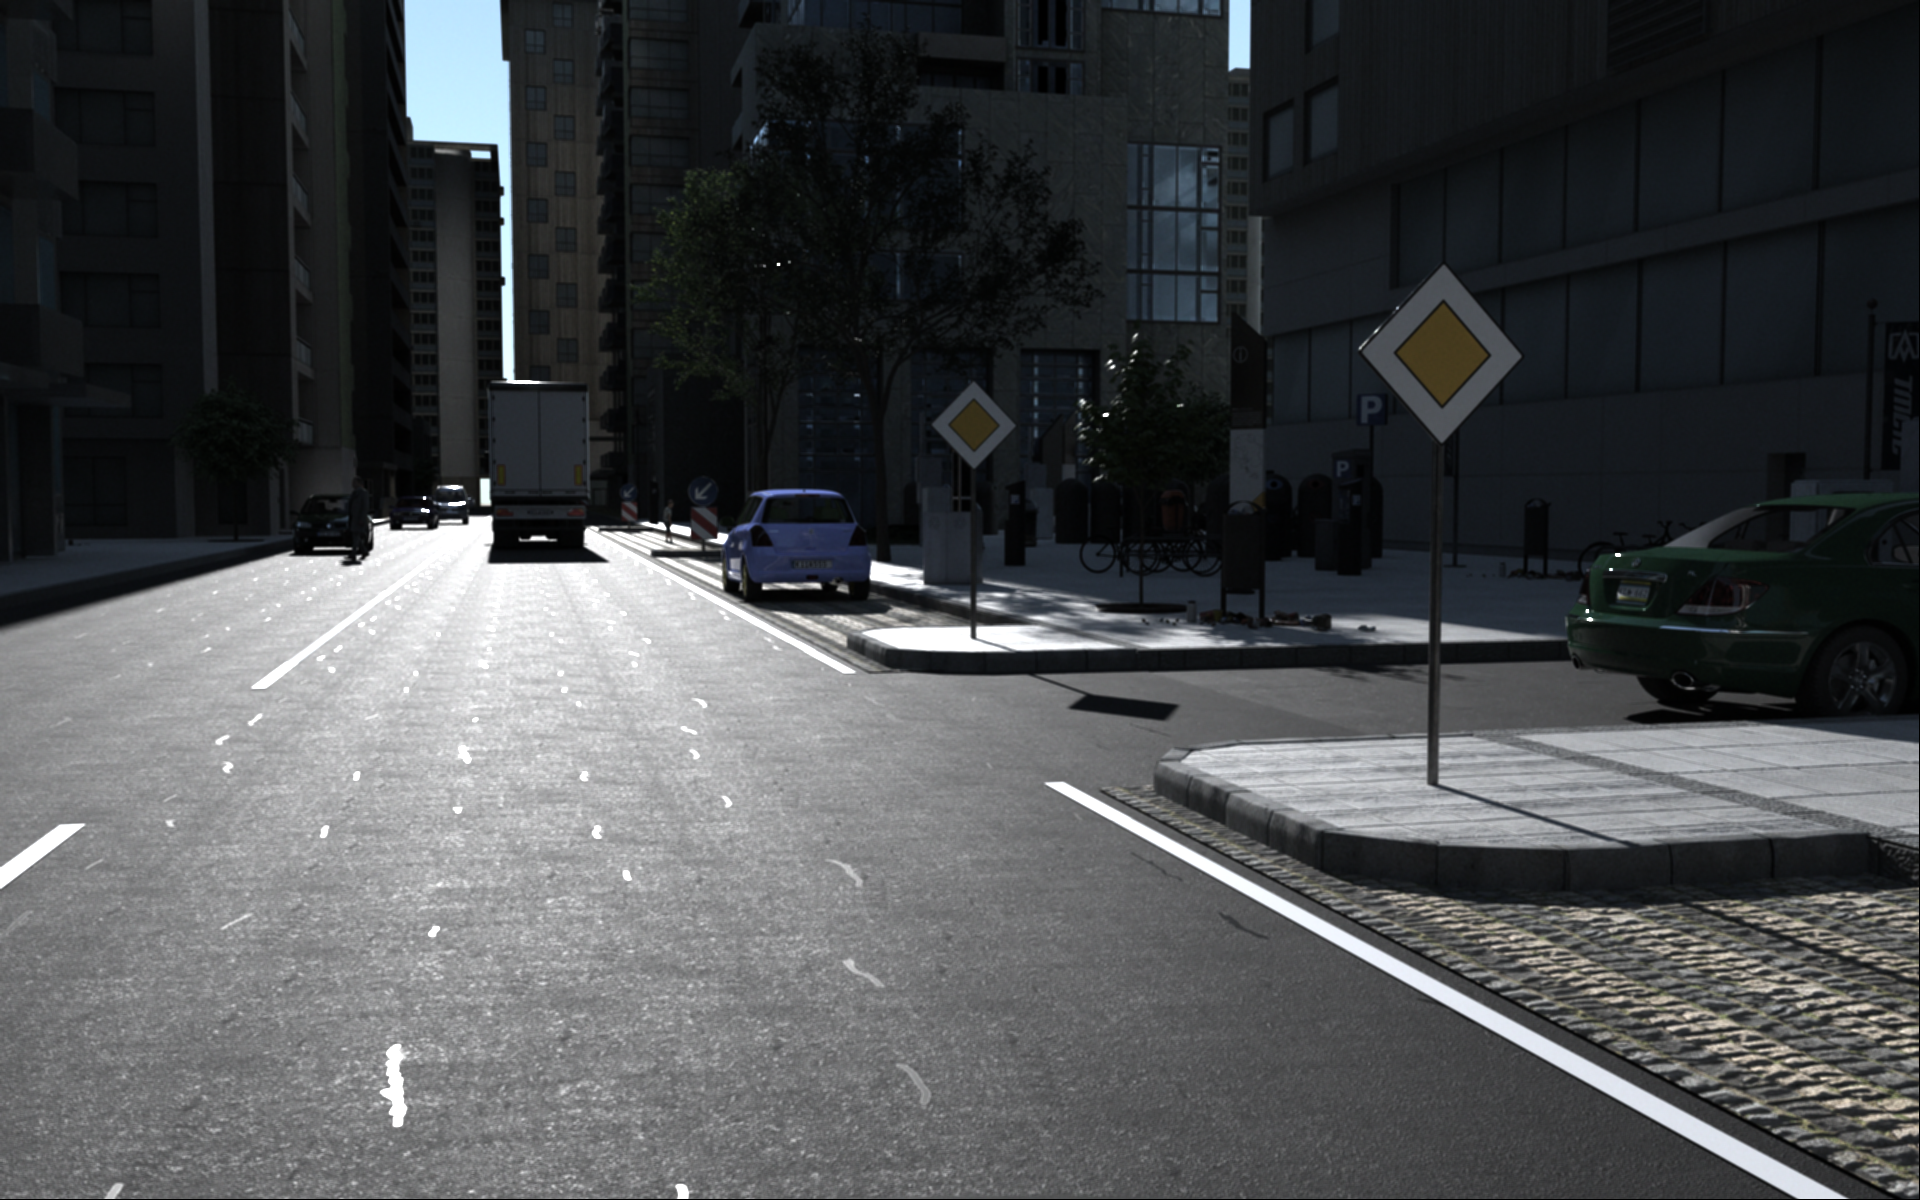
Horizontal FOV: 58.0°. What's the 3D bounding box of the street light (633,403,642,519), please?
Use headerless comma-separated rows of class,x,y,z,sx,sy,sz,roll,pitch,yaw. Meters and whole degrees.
street light,-16.414,-7.063,88.270,0.468,5.910,1.993,-1,4,-14

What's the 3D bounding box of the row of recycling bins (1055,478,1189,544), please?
row of recycling bins,4.260,-2.332,45.241,3.534,1.692,1.069,-1,4,-9

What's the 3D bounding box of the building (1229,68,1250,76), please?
building,30.697,-29.830,171.322,14.086,41.232,14.154,-1,4,-14

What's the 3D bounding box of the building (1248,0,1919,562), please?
building,23.481,-27.269,35.083,27.495,52.752,28.713,-1,4,-14

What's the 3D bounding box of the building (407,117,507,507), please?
building,-59.692,-29.876,180.349,23.993,40.220,32.217,-1,4,-14

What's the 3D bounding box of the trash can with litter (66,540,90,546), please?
trash can with litter,-22.682,-1.939,42.756,2.233,1.210,1.678,-3,4,-37

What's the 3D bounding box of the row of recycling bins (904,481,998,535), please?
row of recycling bins,-0.301,-2.846,53.652,3.534,1.692,1.069,-3,5,-41

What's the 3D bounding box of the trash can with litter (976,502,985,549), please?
trash can with litter,0.315,-1.665,38.612,0.624,1.170,1.055,-1,4,-18

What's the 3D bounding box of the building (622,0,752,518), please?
building,-12.230,-25.425,99.297,14.154,41.232,14.086,-1,4,-14

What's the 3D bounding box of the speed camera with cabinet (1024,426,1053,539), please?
speed camera with cabinet,2.289,-3.407,50.044,0.660,3.252,2.038,0,4,-5

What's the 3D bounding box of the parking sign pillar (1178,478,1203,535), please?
parking sign pillar,6.776,-3.970,53.375,1.447,3.967,1.447,-1,4,-16

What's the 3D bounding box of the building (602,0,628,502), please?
building,-13.324,-28.526,121.028,22.147,44.769,28.867,-1,4,-14

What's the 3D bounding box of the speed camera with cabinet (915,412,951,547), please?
speed camera with cabinet,-0.630,-2.879,41.410,0.660,3.252,2.038,-1,4,-9

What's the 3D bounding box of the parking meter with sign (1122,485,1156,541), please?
parking meter with sign,5.163,-3.094,46.855,1.738,3.016,0.543,-1,4,-22

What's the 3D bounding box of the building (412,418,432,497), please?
building,-61.081,-50.785,143.003,31.000,86.520,22.319,-1,4,-14

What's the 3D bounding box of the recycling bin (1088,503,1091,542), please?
recycling bin,3.506,-2.091,46.738,0.722,1.027,0.722,2,4,34

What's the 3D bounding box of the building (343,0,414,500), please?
building,-48.851,-30.122,116.202,21.300,48.544,21.600,-1,4,-14

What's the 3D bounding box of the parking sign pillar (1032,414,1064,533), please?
parking sign pillar,2.927,-4.232,57.661,1.447,3.967,1.447,3,4,36

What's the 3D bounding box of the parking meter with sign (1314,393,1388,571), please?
parking meter with sign,6.648,-2.036,29.553,0.543,3.016,1.738,3,4,39

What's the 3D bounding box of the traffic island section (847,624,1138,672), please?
traffic island section,0.137,0.420,15.408,2.009,0.180,2.903,-1,4,-14

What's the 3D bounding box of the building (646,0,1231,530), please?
building,-1.499,-46.604,74.654,22.319,86.520,31.000,-1,4,-14

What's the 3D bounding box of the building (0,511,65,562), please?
building,-26.188,-24.649,22.613,23.786,49.044,30.456,-1,4,-14

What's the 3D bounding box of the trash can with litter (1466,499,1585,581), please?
trash can with litter,8.871,-0.928,26.235,1.678,1.210,2.233,-1,4,-17

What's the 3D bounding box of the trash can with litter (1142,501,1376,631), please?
trash can with litter,2.982,-0.355,16.857,1.678,1.210,2.233,-3,5,-40

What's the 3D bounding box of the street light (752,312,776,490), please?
street light,-4.696,-4.226,41.877,0.468,5.910,1.993,-1,4,-14

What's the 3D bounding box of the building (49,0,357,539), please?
building,-27.171,-22.641,53.775,14.154,41.232,14.086,-1,4,-14

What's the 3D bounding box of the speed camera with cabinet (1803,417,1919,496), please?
speed camera with cabinet,10.954,-1.599,20.486,2.038,3.252,0.660,0,4,-5

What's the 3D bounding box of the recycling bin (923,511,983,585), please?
recycling bin,-0.094,-0.751,24.841,0.722,1.027,0.722,1,4,14

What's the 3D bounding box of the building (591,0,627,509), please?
building,-19.712,-32.429,149.824,23.786,49.044,30.456,-1,4,-14

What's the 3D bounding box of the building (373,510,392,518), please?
building,-47.805,-24.530,92.951,32.217,40.220,23.993,-1,4,-14

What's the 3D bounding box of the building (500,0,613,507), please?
building,-34.314,-36.415,184.618,27.495,52.752,28.713,-1,4,-14

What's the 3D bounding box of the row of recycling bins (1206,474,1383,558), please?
row of recycling bins,6.792,-1.724,35.293,3.534,1.692,1.069,1,4,8

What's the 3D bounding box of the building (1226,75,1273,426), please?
building,14.565,-28.481,157.545,23.993,40.220,32.217,-1,4,-14

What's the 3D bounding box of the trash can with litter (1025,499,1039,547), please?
trash can with litter,1.711,-1.892,42.320,0.624,1.170,1.055,0,4,-7

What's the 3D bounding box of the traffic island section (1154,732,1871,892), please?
traffic island section,2.105,0.894,7.668,2.009,0.180,2.903,-1,4,-14

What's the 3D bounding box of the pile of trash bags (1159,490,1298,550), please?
pile of trash bags,6.252,-1.847,39.943,3.447,1.369,1.912,-1,4,-12
